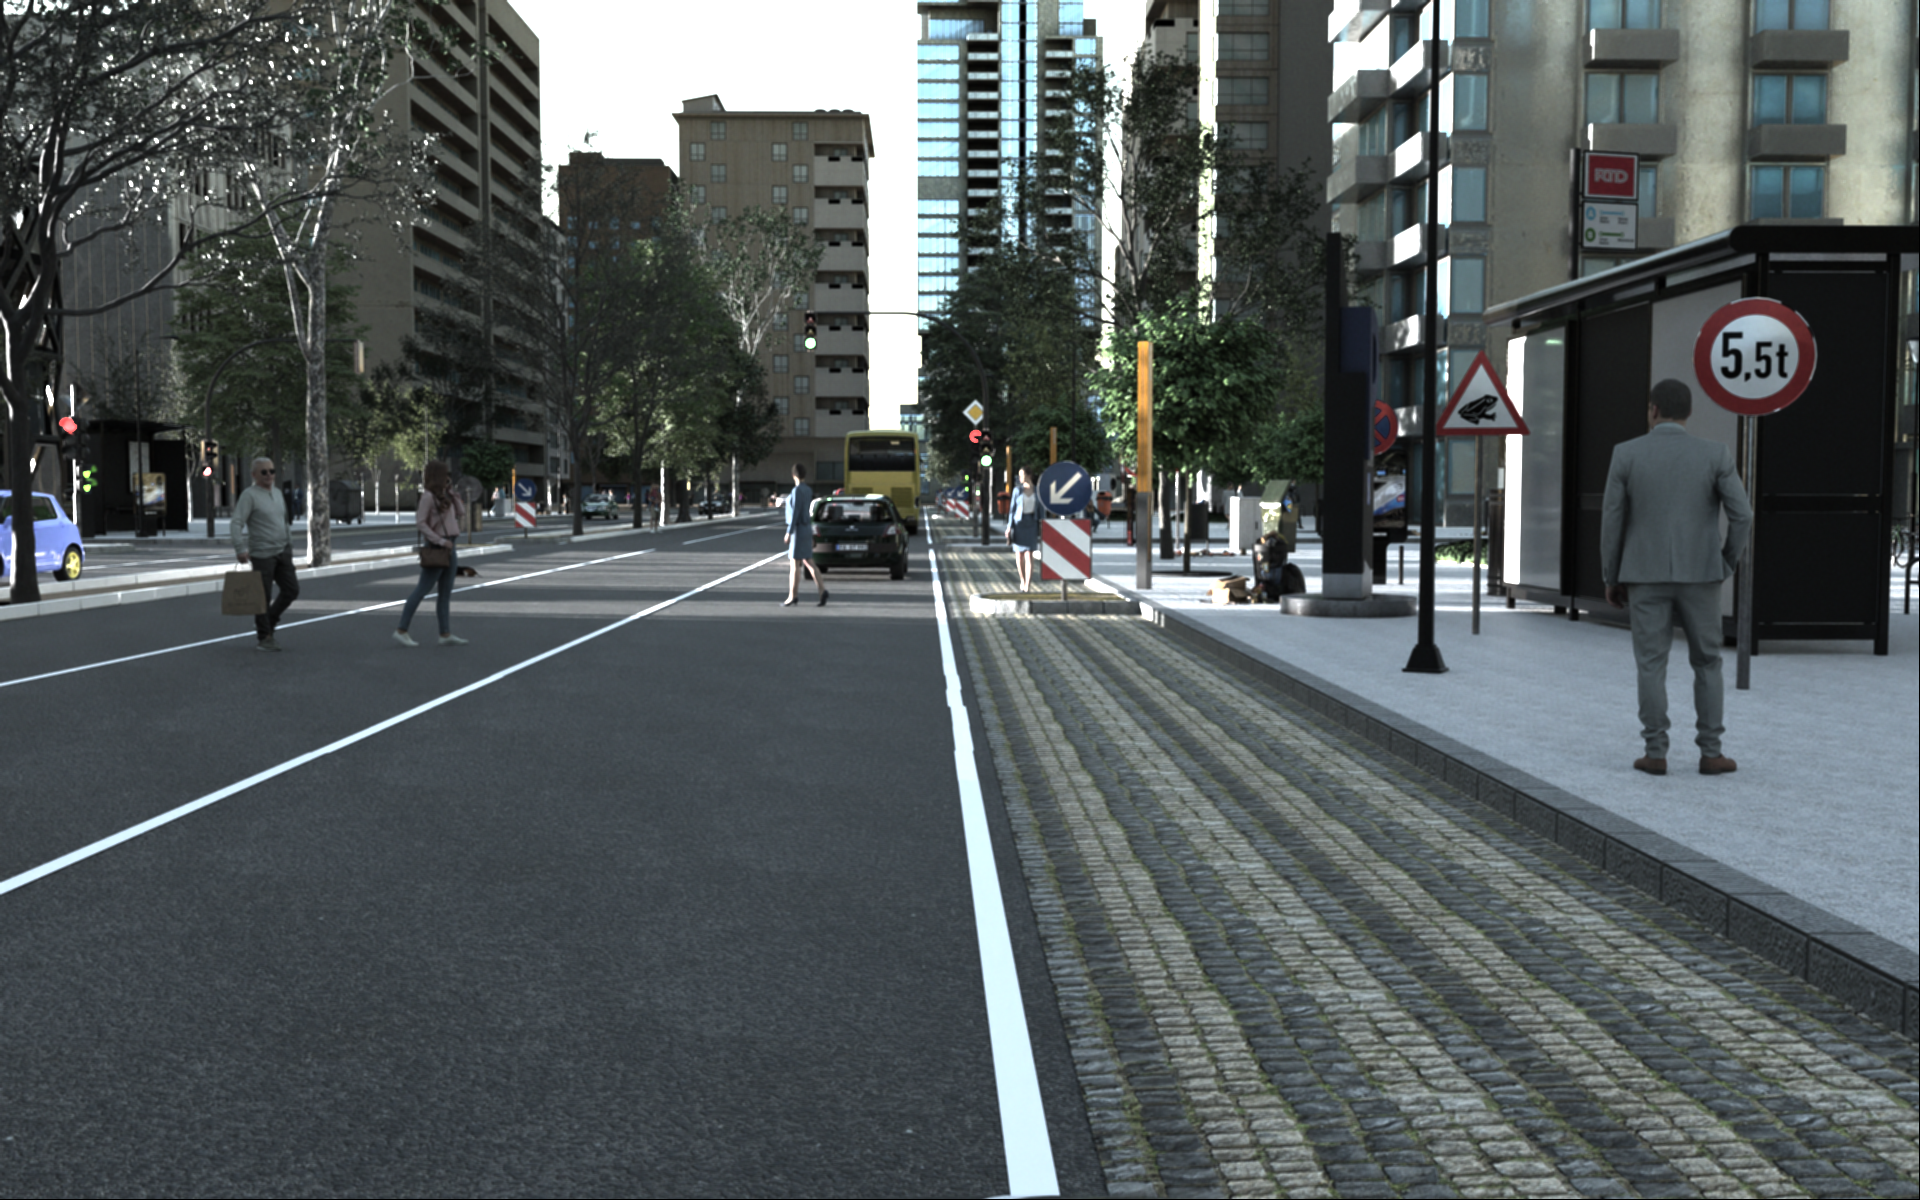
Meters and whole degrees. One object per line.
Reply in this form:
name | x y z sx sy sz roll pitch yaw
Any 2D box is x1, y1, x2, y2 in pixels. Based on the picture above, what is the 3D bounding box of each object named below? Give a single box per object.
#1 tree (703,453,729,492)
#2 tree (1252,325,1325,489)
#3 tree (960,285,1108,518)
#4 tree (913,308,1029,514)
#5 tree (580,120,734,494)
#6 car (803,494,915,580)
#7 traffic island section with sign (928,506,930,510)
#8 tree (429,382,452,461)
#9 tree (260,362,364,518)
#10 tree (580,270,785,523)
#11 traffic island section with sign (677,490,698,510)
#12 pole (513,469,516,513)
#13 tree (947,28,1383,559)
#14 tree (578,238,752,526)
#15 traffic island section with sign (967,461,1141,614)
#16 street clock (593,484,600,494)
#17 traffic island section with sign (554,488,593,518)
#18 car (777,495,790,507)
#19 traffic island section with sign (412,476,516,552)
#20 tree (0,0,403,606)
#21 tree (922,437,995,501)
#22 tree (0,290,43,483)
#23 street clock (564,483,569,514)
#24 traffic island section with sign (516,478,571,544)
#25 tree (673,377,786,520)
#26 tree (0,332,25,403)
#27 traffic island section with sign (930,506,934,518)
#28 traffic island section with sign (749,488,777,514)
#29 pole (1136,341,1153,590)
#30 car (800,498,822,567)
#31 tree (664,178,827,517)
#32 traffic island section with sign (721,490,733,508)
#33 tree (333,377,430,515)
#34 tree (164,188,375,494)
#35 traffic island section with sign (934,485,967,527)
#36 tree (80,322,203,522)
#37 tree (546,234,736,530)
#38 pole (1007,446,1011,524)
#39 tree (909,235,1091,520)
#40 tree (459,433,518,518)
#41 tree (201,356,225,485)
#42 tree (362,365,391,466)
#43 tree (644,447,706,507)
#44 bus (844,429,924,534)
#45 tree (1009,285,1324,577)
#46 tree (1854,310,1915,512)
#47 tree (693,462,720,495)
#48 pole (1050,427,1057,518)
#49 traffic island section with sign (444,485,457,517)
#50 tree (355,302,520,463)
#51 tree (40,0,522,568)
tree | -28.186 -15.211 199.060 4.737 8.622 4.395 0 3 0
tree | 13.928 -7.515 73.232 4.737 8.622 4.395 0 3 0
tree | 3.091 -6.685 59.658 4.737 8.622 4.395 0 3 0
tree | 2.024 -12.344 112.200 12.009 13.543 11.850 0 3 0
tree | -12.623 -8.808 56.839 12.009 13.543 11.850 0 3 0
car | -1.796 -1.261 30.412 2.009 1.686 4.222 0 4 -1
traffic island section with sign | -1.738 -8.865 153.576 1.989 1.847 2.006 0 4 -1
tree | -35.167 -9.922 112.593 4.737 8.622 4.395 0 3 0
tree | -34.771 -8.639 91.616 4.360 8.622 3.978 0 3 0
tree | -13.634 -10.144 85.319 9.611 12.733 9.660 0 3 0
traffic island section with sign | -23.953 -8.843 153.211 1.989 1.847 2.006 0 4 -1
pole | -30.661 -7.667 119.202 0.158 3.312 0.155 0 3 0
tree | 4.088 -6.106 34.240 8.767 10.594 7.601 0 4 -5
tree | -13.154 -9.548 76.699 7.486 12.596 7.792 0 3 0
traffic island section with sign | 1.138 -0.787 21.493 1.989 1.847 2.006 0 4 -1
street clock | -25.101 -7.031 119.523 0.358 2.002 0.471 2 4 26
traffic island section with sign | -22.843 -5.742 102.504 1.989 1.847 2.006 0 4 -1
car | -18.633 -10.645 186.402 2.083 1.381 4.827 0 4 -1
traffic island section with sign | -12.453 -2.157 43.406 2.006 1.907 1.989 0 4 -1
tree | -11.944 -6.656 21.646 12.009 13.543 11.850 0 3 0
tree | 0.326 -16.721 190.389 9.611 12.733 9.660 0 3 0
tree | -34.402 -6.819 61.852 4.360 8.622 3.978 0 3 0
street clock | -25.156 -6.503 110.889 0.358 2.002 0.471 0 4 0
traffic island section with sign | -12.604 -2.610 50.811 2.006 1.907 1.989 0 4 -1
tree | -13.587 -9.636 94.417 8.767 10.594 7.601 0 4 -1
tree | -33.025 -6.481 56.328 4.737 8.622 4.395 0 3 0
traffic island section with sign | -0.662 -5.854 104.334 1.989 1.847 2.006 0 4 -1
traffic island section with sign | -14.248 -7.205 125.932 2.006 1.907 1.989 0 4 -1
pole | 2.482 -1.800 23.266 0.158 3.312 0.155 0 3 0
car | -2.349 -1.425 35.665 2.083 1.381 4.827 0 4 -2
tree | -14.682 -15.042 104.290 12.611 20.169 13.585 0 3 0
traffic island section with sign | -24.542 -10.491 180.160 1.989 1.847 2.006 0 4 -1
tree | -36.427 -9.618 107.610 4.737 8.622 4.395 0 3 0
tree | -25.542 -8.935 64.216 7.486 12.596 7.792 0 3 0
traffic island section with sign | -0.045 -4.127 76.110 1.989 1.847 2.006 0 4 -1
tree | -35.437 -7.520 73.310 4.360 8.622 3.978 0 3 0
tree | -12.623 -8.546 67.947 9.928 11.665 9.643 0 3 0
pole | 2.084 -4.881 73.653 0.158 3.312 0.155 0 3 0
tree | 1.903 -11.004 86.573 9.857 13.997 8.962 0 3 0
tree | -25.548 -6.726 93.676 4.285 4.588 4.351 0 3 0
tree | -35.795 -7.944 80.248 4.360 8.622 3.978 0 3 0
tree | -34.663 -9.104 99.205 4.360 8.622 3.978 0 3 0
tree | -27.590 -15.917 166.895 9.857 13.997 8.962 0 3 0
bus | -2.758 -4.446 64.245 2.896 3.916 12.252 0 4 -1
tree | 3.544 -2.670 27.372 4.285 4.588 4.351 0 3 0
tree | 31.406 -6.772 61.081 4.360 8.622 3.978 0 3 0
tree | -28.276 -14.826 192.766 4.360 8.622 3.978 0 3 0
pole | 2.837 -3.597 52.648 0.158 3.312 0.155 0 3 0
traffic island section with sign | -22.266 -4.093 75.555 1.989 1.847 2.006 0 4 -1
tree | -25.631 -9.213 85.044 8.767 10.594 7.601 0 4 -4
tree | -13.652 -10.731 33.796 12.611 20.169 13.585 0 3 0
